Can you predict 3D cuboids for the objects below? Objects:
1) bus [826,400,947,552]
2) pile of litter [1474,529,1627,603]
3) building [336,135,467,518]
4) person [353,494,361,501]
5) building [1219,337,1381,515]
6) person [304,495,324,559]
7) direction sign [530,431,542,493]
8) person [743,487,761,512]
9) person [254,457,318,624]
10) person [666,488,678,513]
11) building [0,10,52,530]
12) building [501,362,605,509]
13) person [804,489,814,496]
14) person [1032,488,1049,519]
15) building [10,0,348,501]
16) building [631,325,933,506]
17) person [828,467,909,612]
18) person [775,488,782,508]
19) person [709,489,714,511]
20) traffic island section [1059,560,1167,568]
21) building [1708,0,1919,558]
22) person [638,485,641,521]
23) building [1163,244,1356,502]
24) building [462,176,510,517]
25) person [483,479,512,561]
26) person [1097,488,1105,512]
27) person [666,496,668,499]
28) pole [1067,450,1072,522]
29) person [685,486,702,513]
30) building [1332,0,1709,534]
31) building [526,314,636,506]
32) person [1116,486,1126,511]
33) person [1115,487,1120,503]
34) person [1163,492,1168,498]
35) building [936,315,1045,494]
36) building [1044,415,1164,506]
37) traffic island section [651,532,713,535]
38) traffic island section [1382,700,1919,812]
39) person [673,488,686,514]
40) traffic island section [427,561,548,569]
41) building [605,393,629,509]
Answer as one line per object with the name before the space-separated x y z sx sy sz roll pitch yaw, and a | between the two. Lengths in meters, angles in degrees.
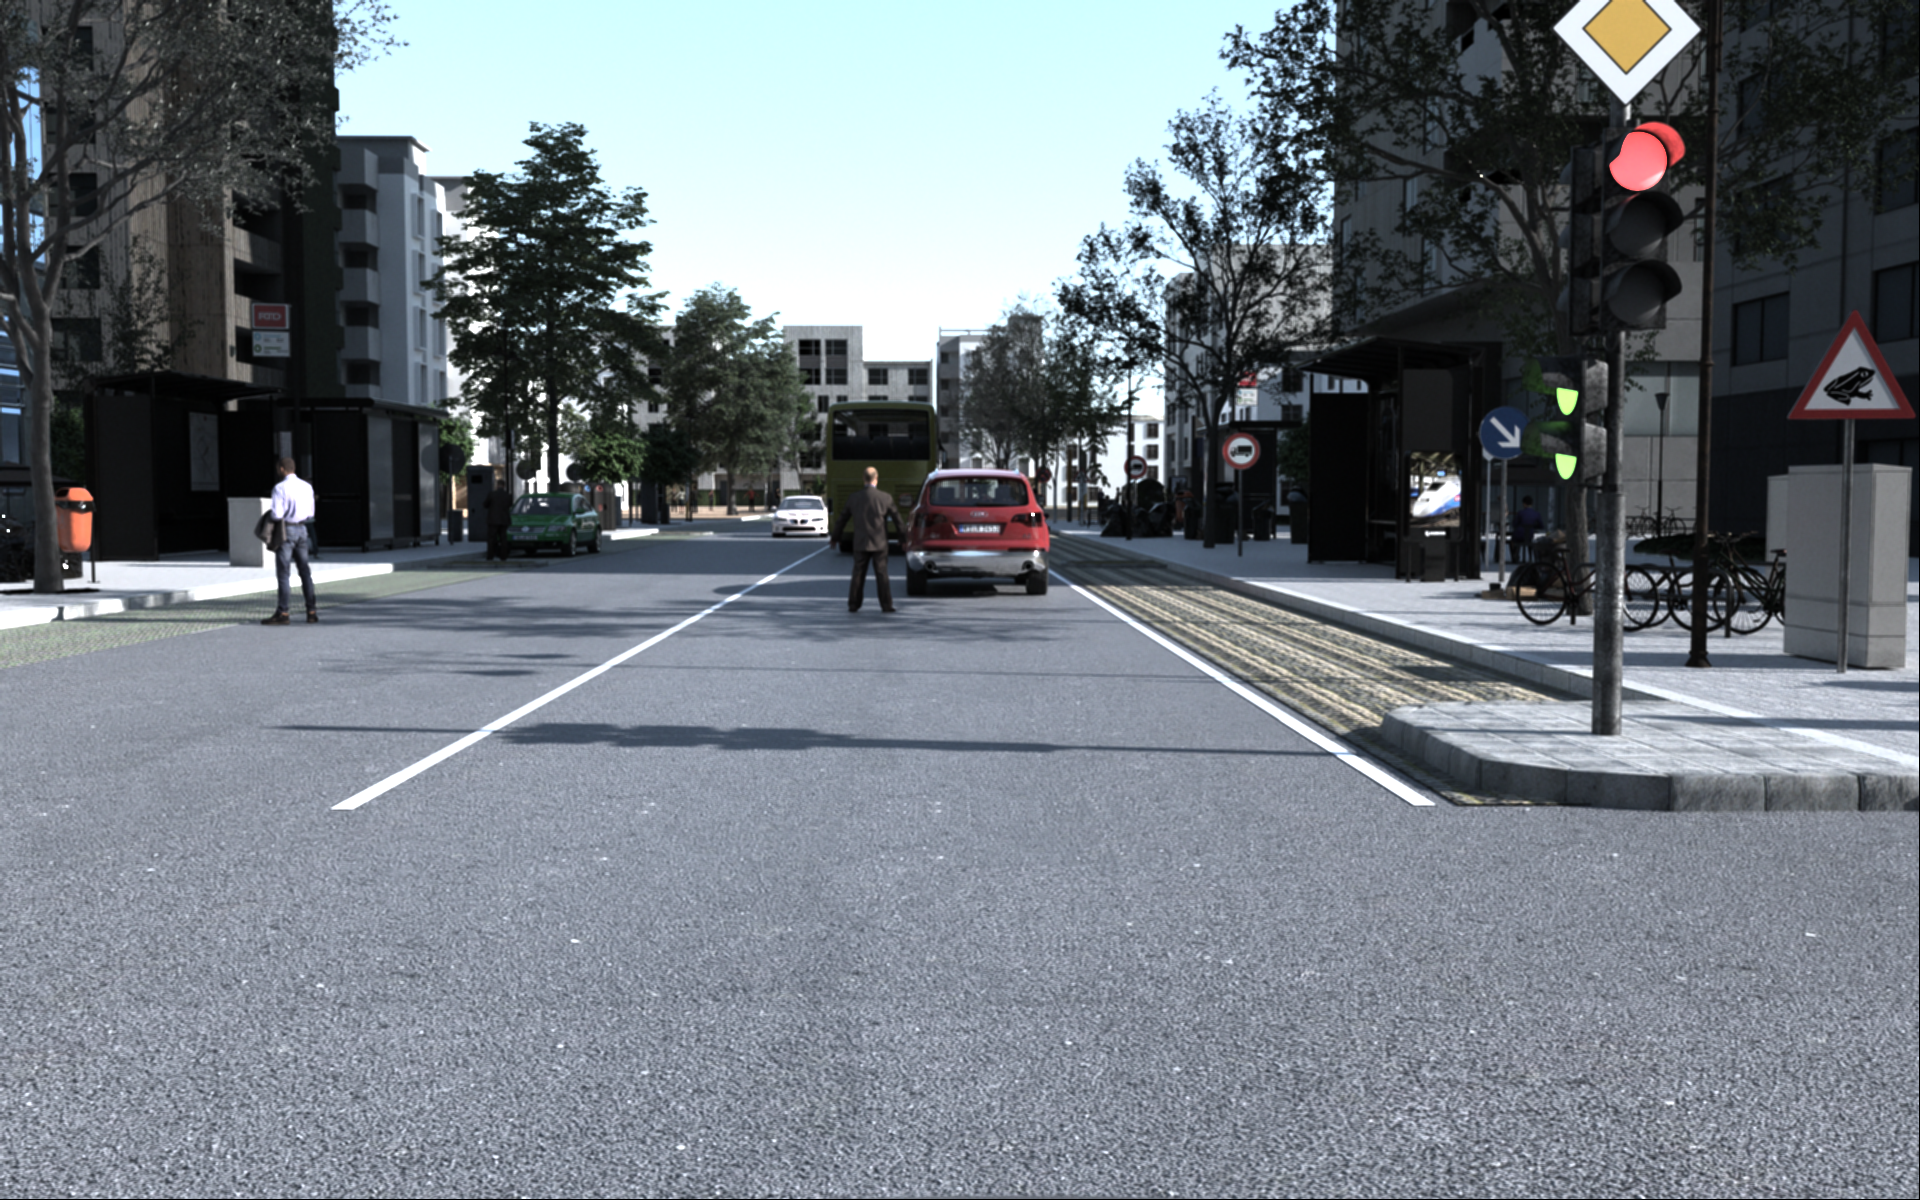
bus | -1.823 -3.309 45.644 2.896 3.916 12.252 0 4 0
pile of litter | 7.098 -0.428 20.960 1.176 0.858 1.719 -2 4 -33
building | -35.367 -14.255 89.493 16.016 20.091 11.380 0 4 -1
person | -28.355 -4.540 81.734 0.517 1.644 0.566 -1 4 -19
building | 21.802 -9.750 101.567 9.099 9.664 28.070 0 4 -1
person | -12.784 -1.472 34.025 0.340 1.345 0.435 2 4 35
direction sign | -14.258 -4.051 58.230 0.379 3.537 0.876 -3 4 -37
person | -15.118 -7.321 125.679 1.348 1.831 0.705 -1 4 -20
person | -7.491 -0.662 19.190 0.599 1.838 0.709 2 4 29
person | -19.764 -6.913 119.789 1.217 1.735 0.721 -1 4 -16
building | -36.726 -44.177 34.971 22.319 86.520 31.000 0 4 -1
building | -32.188 -10.940 121.024 9.099 9.664 28.070 0 4 -1
person | -10.692 -6.957 122.244 1.348 1.824 0.705 -1 4 -21
person | 1.349 -1.243 31.192 0.453 1.535 0.546 1 4 10
building | -33.418 -18.076 67.250 14.160 30.474 14.107 0 4 -1
building | -18.702 -19.764 189.605 31.486 18.905 16.747 0 4 -1
person | -1.101 -0.735 21.075 0.990 1.755 0.434 1 4 10
person | -15.434 -8.592 146.529 0.705 1.822 1.348 -2 4 -27
person | -19.162 -7.719 133.718 0.415 1.643 0.593 0 4 -2
traffic island section | 2.977 -0.696 34.242 1.991 0.108 1.994 0 4 -1
building | 29.462 -36.340 32.413 20.611 71.187 20.563 0 4 -1
person | -15.028 -4.576 81.687 0.431 1.722 0.655 0 4 -1
building | 25.969 -16.186 131.096 16.747 18.905 31.486 0 4 -1
building | -35.476 -14.956 100.947 16.016 20.091 11.380 0 4 -1
person | -9.726 -1.662 36.354 0.600 1.739 0.565 2 4 28
person | 10.068 -7.145 123.777 0.541 1.710 0.530 1 4 17
person | -21.588 -7.356 126.329 0.705 1.821 1.348 0 4 7
pole | 5.044 -5.254 79.740 0.158 3.312 0.155 0 3 0
person | -17.905 -6.771 116.778 0.705 1.821 1.348 3 5 44
building | 31.139 -29.266 67.742 28.713 52.752 27.495 0 4 -1
building | -40.373 -20.326 188.746 11.380 20.091 16.016 0 4 -1
person | 10.946 -6.741 116.276 0.705 1.823 1.348 -3 4 -36
person | 12.403 -7.972 136.393 0.705 1.824 1.348 1 4 14
person | 16.345 -8.108 139.425 1.217 1.723 0.721 -2 4 -34
building | 3.119 -20.381 189.641 11.380 20.091 16.016 0 4 -1
building | 22.941 -14.999 187.384 28.070 9.664 9.099 0 4 -1
traffic island section | -9.760 -2.337 61.082 1.991 0.108 1.994 0 4 -1
traffic island section | 3.478 0.796 9.262 2.009 0.180 2.903 0 4 -1
person | -18.403 -6.559 114.077 0.721 1.735 1.217 3 4 37
traffic island section | -9.212 -0.686 34.087 1.991 0.108 1.994 0 4 -1
building | -42.050 -12.247 142.378 28.070 9.664 9.099 0 4 -1
